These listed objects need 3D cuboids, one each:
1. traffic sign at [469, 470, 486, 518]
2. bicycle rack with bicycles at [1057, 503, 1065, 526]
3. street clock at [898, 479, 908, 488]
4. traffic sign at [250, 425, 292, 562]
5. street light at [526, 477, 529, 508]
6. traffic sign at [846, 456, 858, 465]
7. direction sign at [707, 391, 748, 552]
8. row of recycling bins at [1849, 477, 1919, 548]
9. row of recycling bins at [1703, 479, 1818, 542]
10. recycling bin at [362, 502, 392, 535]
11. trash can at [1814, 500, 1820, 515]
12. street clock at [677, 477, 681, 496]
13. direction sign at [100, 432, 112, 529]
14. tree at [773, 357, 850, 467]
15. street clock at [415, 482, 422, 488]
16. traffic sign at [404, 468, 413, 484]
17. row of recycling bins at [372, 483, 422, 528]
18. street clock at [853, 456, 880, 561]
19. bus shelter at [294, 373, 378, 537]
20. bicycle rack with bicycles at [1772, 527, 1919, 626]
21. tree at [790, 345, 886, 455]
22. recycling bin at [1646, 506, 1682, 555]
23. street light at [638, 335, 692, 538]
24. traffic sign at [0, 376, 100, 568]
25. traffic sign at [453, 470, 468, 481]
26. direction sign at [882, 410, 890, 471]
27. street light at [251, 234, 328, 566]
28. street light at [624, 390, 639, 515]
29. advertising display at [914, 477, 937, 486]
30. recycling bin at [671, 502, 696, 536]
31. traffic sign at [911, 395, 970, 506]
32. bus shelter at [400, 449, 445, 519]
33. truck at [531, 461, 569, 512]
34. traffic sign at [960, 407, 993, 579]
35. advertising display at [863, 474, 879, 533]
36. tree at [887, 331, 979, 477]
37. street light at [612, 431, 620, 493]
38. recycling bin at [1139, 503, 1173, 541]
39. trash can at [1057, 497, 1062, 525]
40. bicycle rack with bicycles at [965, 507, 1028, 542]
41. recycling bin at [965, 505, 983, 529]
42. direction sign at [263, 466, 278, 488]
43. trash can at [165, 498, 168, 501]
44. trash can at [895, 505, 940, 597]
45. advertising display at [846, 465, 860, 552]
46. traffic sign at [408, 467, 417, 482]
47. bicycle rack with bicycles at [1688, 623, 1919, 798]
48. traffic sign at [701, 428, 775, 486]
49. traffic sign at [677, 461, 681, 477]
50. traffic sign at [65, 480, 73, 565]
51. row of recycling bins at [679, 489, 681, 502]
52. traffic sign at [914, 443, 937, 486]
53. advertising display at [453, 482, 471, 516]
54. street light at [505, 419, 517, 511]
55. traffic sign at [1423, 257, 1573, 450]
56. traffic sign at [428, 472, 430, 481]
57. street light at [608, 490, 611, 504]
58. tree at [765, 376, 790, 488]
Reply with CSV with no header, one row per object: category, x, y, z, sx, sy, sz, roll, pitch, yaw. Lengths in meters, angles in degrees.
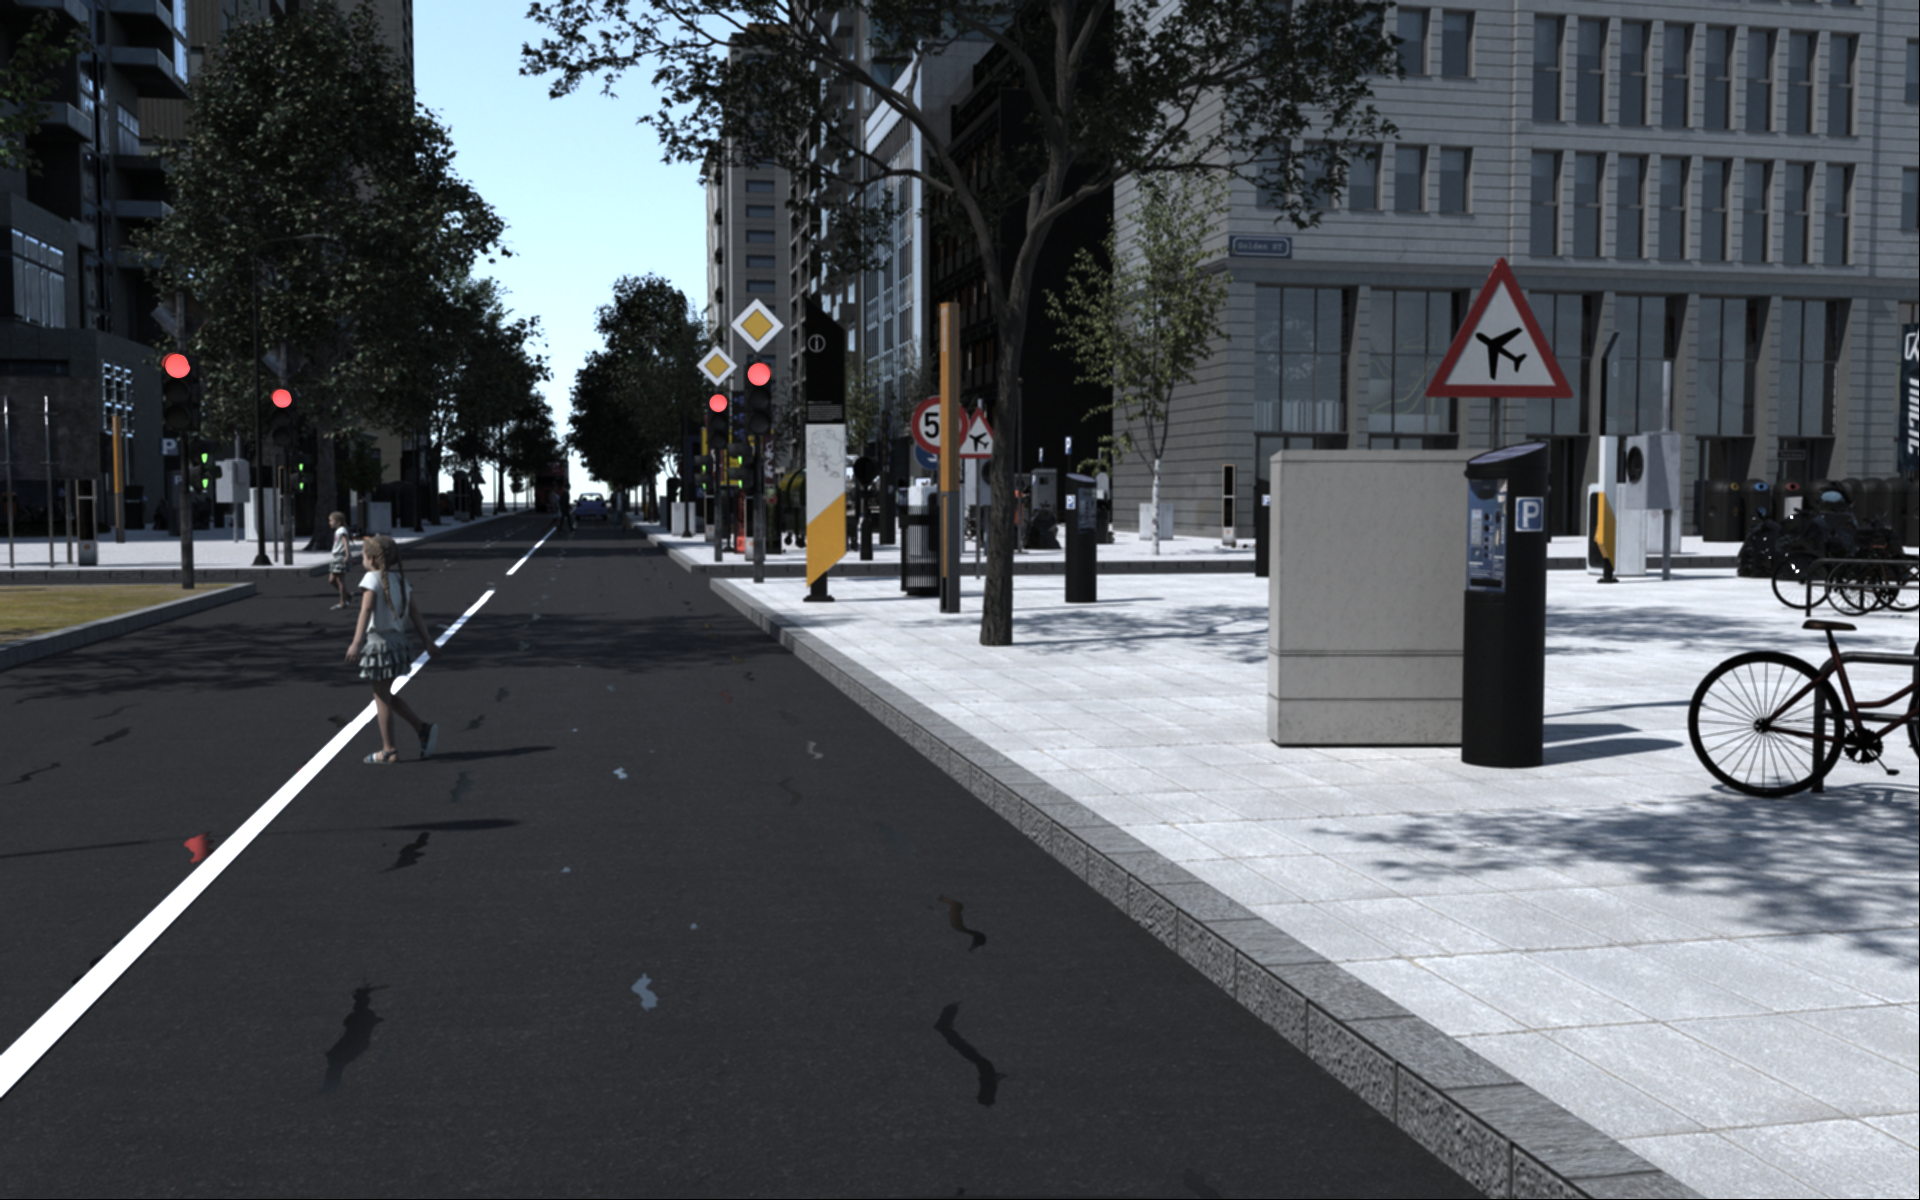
traffic sign,-25.496,-5.602,91.602,0.884,2.594,0.081,-1,4,-11
bicycle rack with bicycles,3.830,-3.406,69.077,2.925,0.926,2.852,-1,4,-18
street clock,-2.695,-4.720,81.737,0.358,2.002,0.471,-3,4,-38
traffic sign,-12.853,-1.987,32.489,0.884,2.594,0.081,0,4,-4
street light,-33.834,-9.855,133.664,1.470,5.913,1.316,-1,4,-12
traffic sign,-2.983,-2.662,45.650,0.606,2.300,0.079,0,4,-3
direction sign,-5.104,-2.820,38.101,0.876,3.537,0.379,0,4,-1
row of recycling bins,23.018,-2.199,43.070,1.069,1.692,3.534,-1,4,-9
row of recycling bins,21.707,-2.403,46.407,3.534,1.692,1.069,0,4,-1
recycling bin,-18.297,-2.551,54.266,0.722,1.027,0.722,-3,5,-43
trash can,21.611,-1.920,43.040,0.748,1.137,0.748,0,3,0
street clock,-12.273,-4.287,74.660,0.471,2.002,0.358,-3,5,-41
direction sign,-31.367,-4.375,63.528,0.379,3.537,0.876,-1,4,-12
tree,-8.241,-8.811,94.429,4.360,8.622,3.978,0,3,0
street clock,-26.051,-4.808,83.183,0.358,2.002,0.471,1,4,15
traffic sign,-26.740,-5.167,84.584,0.768,2.556,0.104,0,4,-5
row of recycling bins,-22.411,-3.628,66.434,3.534,1.692,1.069,0,4,3
street clock,-1.808,-1.766,33.450,0.471,2.002,0.358,1,4,22
bus shelter,-20.619,-4.817,56.396,2.179,5.291,8.768,-1,4,-12
bicycle rack with bicycles,10.079,-0.301,18.297,2.925,0.926,2.852,3,5,45
tree,-5.453,-8.260,85.418,4.737,8.622,4.395,0,3,0
recycling bin,14.961,-1.497,37.027,0.722,1.027,0.722,1,4,9
street light,-8.588,-4.789,50.848,1.470,5.913,1.316,-1,4,-12
traffic sign,-16.103,-2.207,29.956,2.265,3.308,0.079,-1,4,-10
traffic sign,-26.268,-5.561,91.026,0.768,2.556,0.104,0,4,-8
direction sign,-2.019,-3.378,47.233,0.379,3.537,0.876,1,4,11
street light,-11.999,-3.577,31.020,1.470,5.913,1.316,-1,4,-12
street light,-14.347,-6.442,77.875,1.470,5.913,1.316,-1,4,-12
advertising display,-1.288,-3.639,64.710,0.974,1.923,0.123,3,4,36
recycling bin,-8.514,-2.495,53.344,0.722,1.027,0.722,-1,4,-9
traffic sign,-0.260,-1.368,22.470,0.768,2.556,0.104,0,4,-5
bus shelter,-27.985,-6.063,90.418,1.731,3.624,6.357,-1,4,-12
truck,-33.071,-9.261,140.336,2.839,4.237,11.283,-1,4,-11
traffic sign,0.271,-1.589,25.980,0.884,2.594,0.081,-1,4,-10
advertising display,-2.757,-3.152,56.751,0.974,1.923,0.123,3,4,36
tree,-1.431,-7.788,77.696,4.360,8.622,3.978,0,3,0
street light,-20.232,-8.114,105.208,1.470,5.913,1.316,-1,4,-12
recycling bin,5.463,-2.179,48.185,0.722,1.027,0.722,-1,4,-21
trash can,3.957,-3.723,72.530,0.748,1.137,0.748,0,3,0
bicycle rack with bicycles,0.170,-2.080,47.395,2.925,0.926,2.852,1,4,23
recycling bin,0.531,-3.091,63.085,0.722,1.027,0.722,0,4,-1
direction sign,-33.364,-5.613,83.770,0.876,3.537,0.379,1,4,17
trash can,-25.517,-2.745,56.539,0.748,1.137,0.748,0,3,0
trash can,-0.445,-0.625,21.869,0.748,1.137,0.748,0,3,0
advertising display,-2.658,-2.044,38.634,0.974,1.923,0.123,2,4,35
traffic sign,-24.723,-4.834,79.043,0.884,2.594,0.081,0,4,-7
bicycle rack with bicycles,4.961,0.372,7.305,2.925,0.926,2.852,3,5,42
traffic sign,-6.818,-3.632,53.256,2.265,3.308,0.079,0,4,-7
traffic sign,-9.681,-3.771,61.770,0.768,2.556,0.104,0,4,-5
traffic sign,-16.184,-1.915,31.420,0.768,2.556,0.104,0,4,-5
row of recycling bins,-15.809,-5.928,104.042,1.069,1.692,3.534,1,4,16
traffic sign,-0.584,-2.225,36.491,0.768,2.556,0.104,0,4,-7
advertising display,-26.461,-5.318,92.162,0.974,1.923,0.123,-2,4,-32
street light,-28.075,-8.194,106.507,1.470,5.913,1.316,-1,4,-12
traffic sign,2.970,-0.589,9.627,0.884,2.594,0.081,-1,4,-11
traffic sign,-24.819,-4.830,81.101,0.606,2.300,0.079,-1,4,-9
street light,-24.742,-9.403,126.276,1.470,5.913,1.316,-1,4,-12
tree,-12.227,-9.524,106.080,4.737,8.622,4.395,0,3,0
